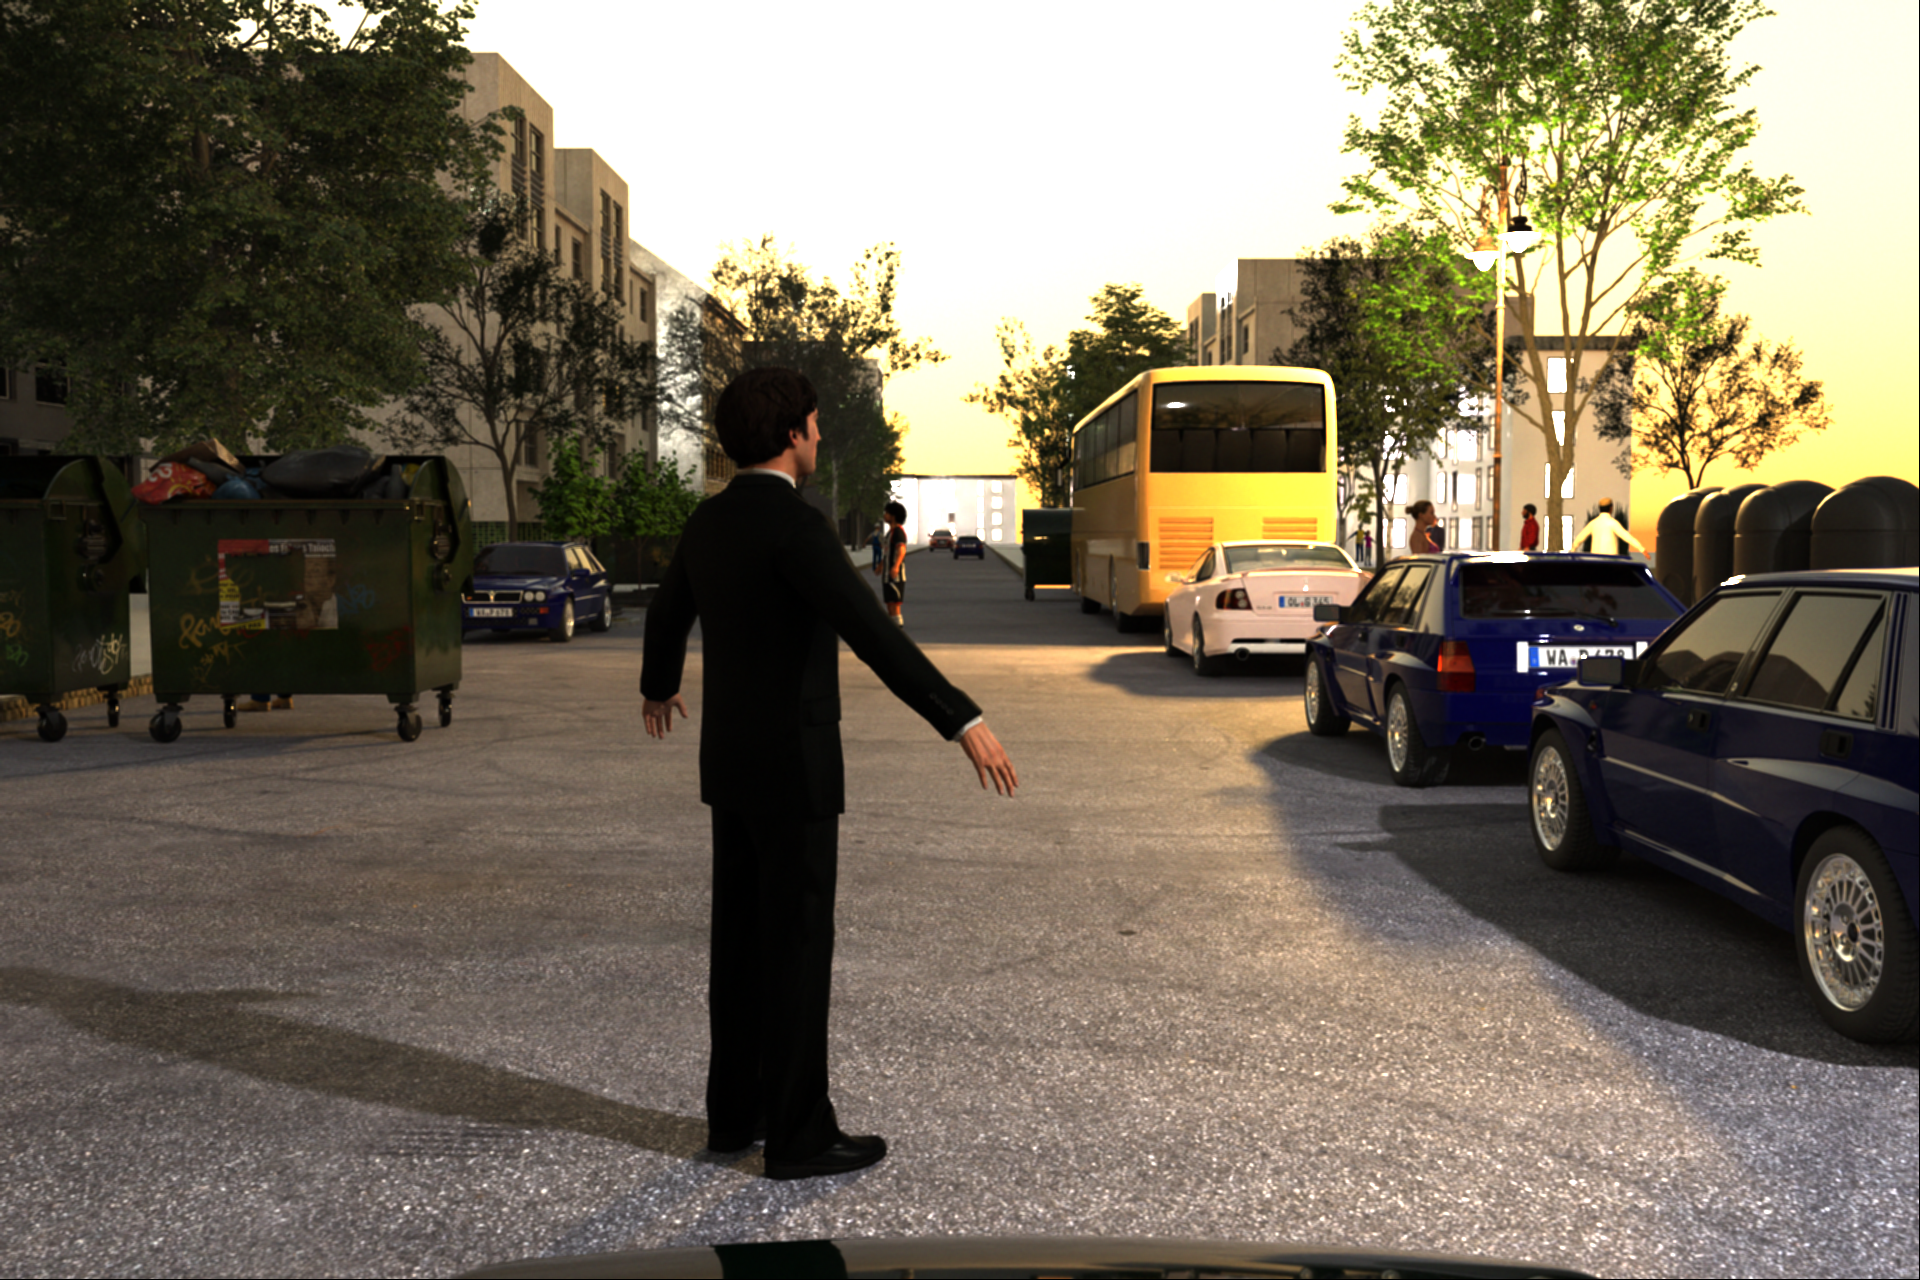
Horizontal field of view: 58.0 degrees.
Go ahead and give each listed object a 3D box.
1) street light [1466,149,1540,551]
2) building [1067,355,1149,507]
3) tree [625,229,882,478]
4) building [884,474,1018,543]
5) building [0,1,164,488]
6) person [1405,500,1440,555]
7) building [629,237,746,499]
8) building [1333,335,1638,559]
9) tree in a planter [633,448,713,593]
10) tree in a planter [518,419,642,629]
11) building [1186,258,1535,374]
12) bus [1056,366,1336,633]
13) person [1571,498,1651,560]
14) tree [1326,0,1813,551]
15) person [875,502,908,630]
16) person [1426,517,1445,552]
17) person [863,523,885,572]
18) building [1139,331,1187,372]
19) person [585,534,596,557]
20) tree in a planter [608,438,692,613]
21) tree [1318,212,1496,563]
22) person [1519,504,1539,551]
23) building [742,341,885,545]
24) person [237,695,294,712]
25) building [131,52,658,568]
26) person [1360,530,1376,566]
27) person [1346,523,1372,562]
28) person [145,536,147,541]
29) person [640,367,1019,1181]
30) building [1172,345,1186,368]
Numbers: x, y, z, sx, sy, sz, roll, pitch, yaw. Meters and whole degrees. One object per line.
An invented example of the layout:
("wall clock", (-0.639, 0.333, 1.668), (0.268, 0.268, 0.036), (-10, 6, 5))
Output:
("street light", (6.635, -2.969, 21.331), (0.468, 5.910, 1.993), (0, 4, 1))
("building", (27.004, -22.653, 214.354), (27.936, 21.610, 32.646), (0, 4, 0))
("tree", (-8.367, -9.785, 70.355), (12.009, 13.543, 11.850), (0, 3, 0))
("building", (-6.085, -18.087, 240.329), (28.070, 9.664, 9.099), (0, 4, 2))
("building", (-27.369, -13.291, 35.717), (11.959, 24.771, 22.079), (0, 4, 1))
("person", (4.204, -0.378, 15.433), (0.721, 1.733, 1.217), (1, 4, 21))
("building", (-25.325, -17.574, 118.264), (19.493, 23.208, 18.063), (0, 4, 1))
("building", (24.319, -8.882, 87.376), (9.099, 9.664, 28.070), (0, 4, 1))
("tree in a planter", (-6.024, -2.389, 36.278), (1.991, 3.239, 1.994), (0, 3, 0))
("tree in a planter", (-6.081, -1.829, 27.128), (1.991, 3.239, 1.994), (0, 4, 0))
("building", (26.060, -15.495, 119.809), (16.747, 18.905, 31.486), (0, 3, 0))
("bus", (3.417, -2.226, 27.947), (2.896, 3.916, 12.252), (0, 4, -1))
("person", (9.640, -1.208, 25.839), (0.704, 1.819, 1.344), (-2, 4, -35))
("tree", (9.921, -6.287, 28.542), (9.928, 11.665, 9.643), (0, 3, 0))
("person", (-0.842, -0.779, 21.330), (0.704, 1.843, 1.345), (-1, 4, -11))
("person", (10.379, -1.898, 37.994), (0.530, 1.710, 0.541), (-2, 4, -25))
("person", (-3.103, -3.481, 65.235), (1.347, 1.847, 0.705), (2, 4, 24))
("building", (24.520, -21.851, 188.196), (19.493, 23.208, 18.063), (0, 4, 0))
("person", (-11.057, -2.878, 52.840), (0.705, 1.856, 1.354), (2, 4, 27))
("tree in a planter", (-6.011, -2.150, 32.378), (1.991, 3.239, 1.994), (0, 3, 0))
("tree", (10.285, -5.530, 40.785), (4.737, 8.622, 4.395), (0, 3, 0))
("person", (10.110, -1.515, 30.874), (0.704, 1.816, 1.345), (1, 4, 14))
("building", (-23.431, -21.728, 199.226), (27.936, 21.610, 32.646), (0, 4, 0))
("person", (-5.651, -0.354, 14.106), (0.705, 1.847, 1.347), (2, 4, 29))
("building", (-25.165, -13.044, 79.725), (16.747, 18.905, 31.486), (0, 4, 0))
("person", (16.311, -3.656, 69.035), (0.991, 1.433, 0.599), (-2, 4, -27))
("person", (18.372, -4.478, 79.679), (1.216, 1.772, 0.721), (0, 4, -6))
("person", (-18.306, -2.005, 39.543), (0.721, 1.744, 1.215), (2, 4, 24))
("person", (-0.404, 0.286, 3.970), (0.705, 1.806, 1.347), (-3, 5, -41))
("building", (26.177, -19.395, 173.535), (16.016, 20.090, 11.380), (0, 4, 0))
